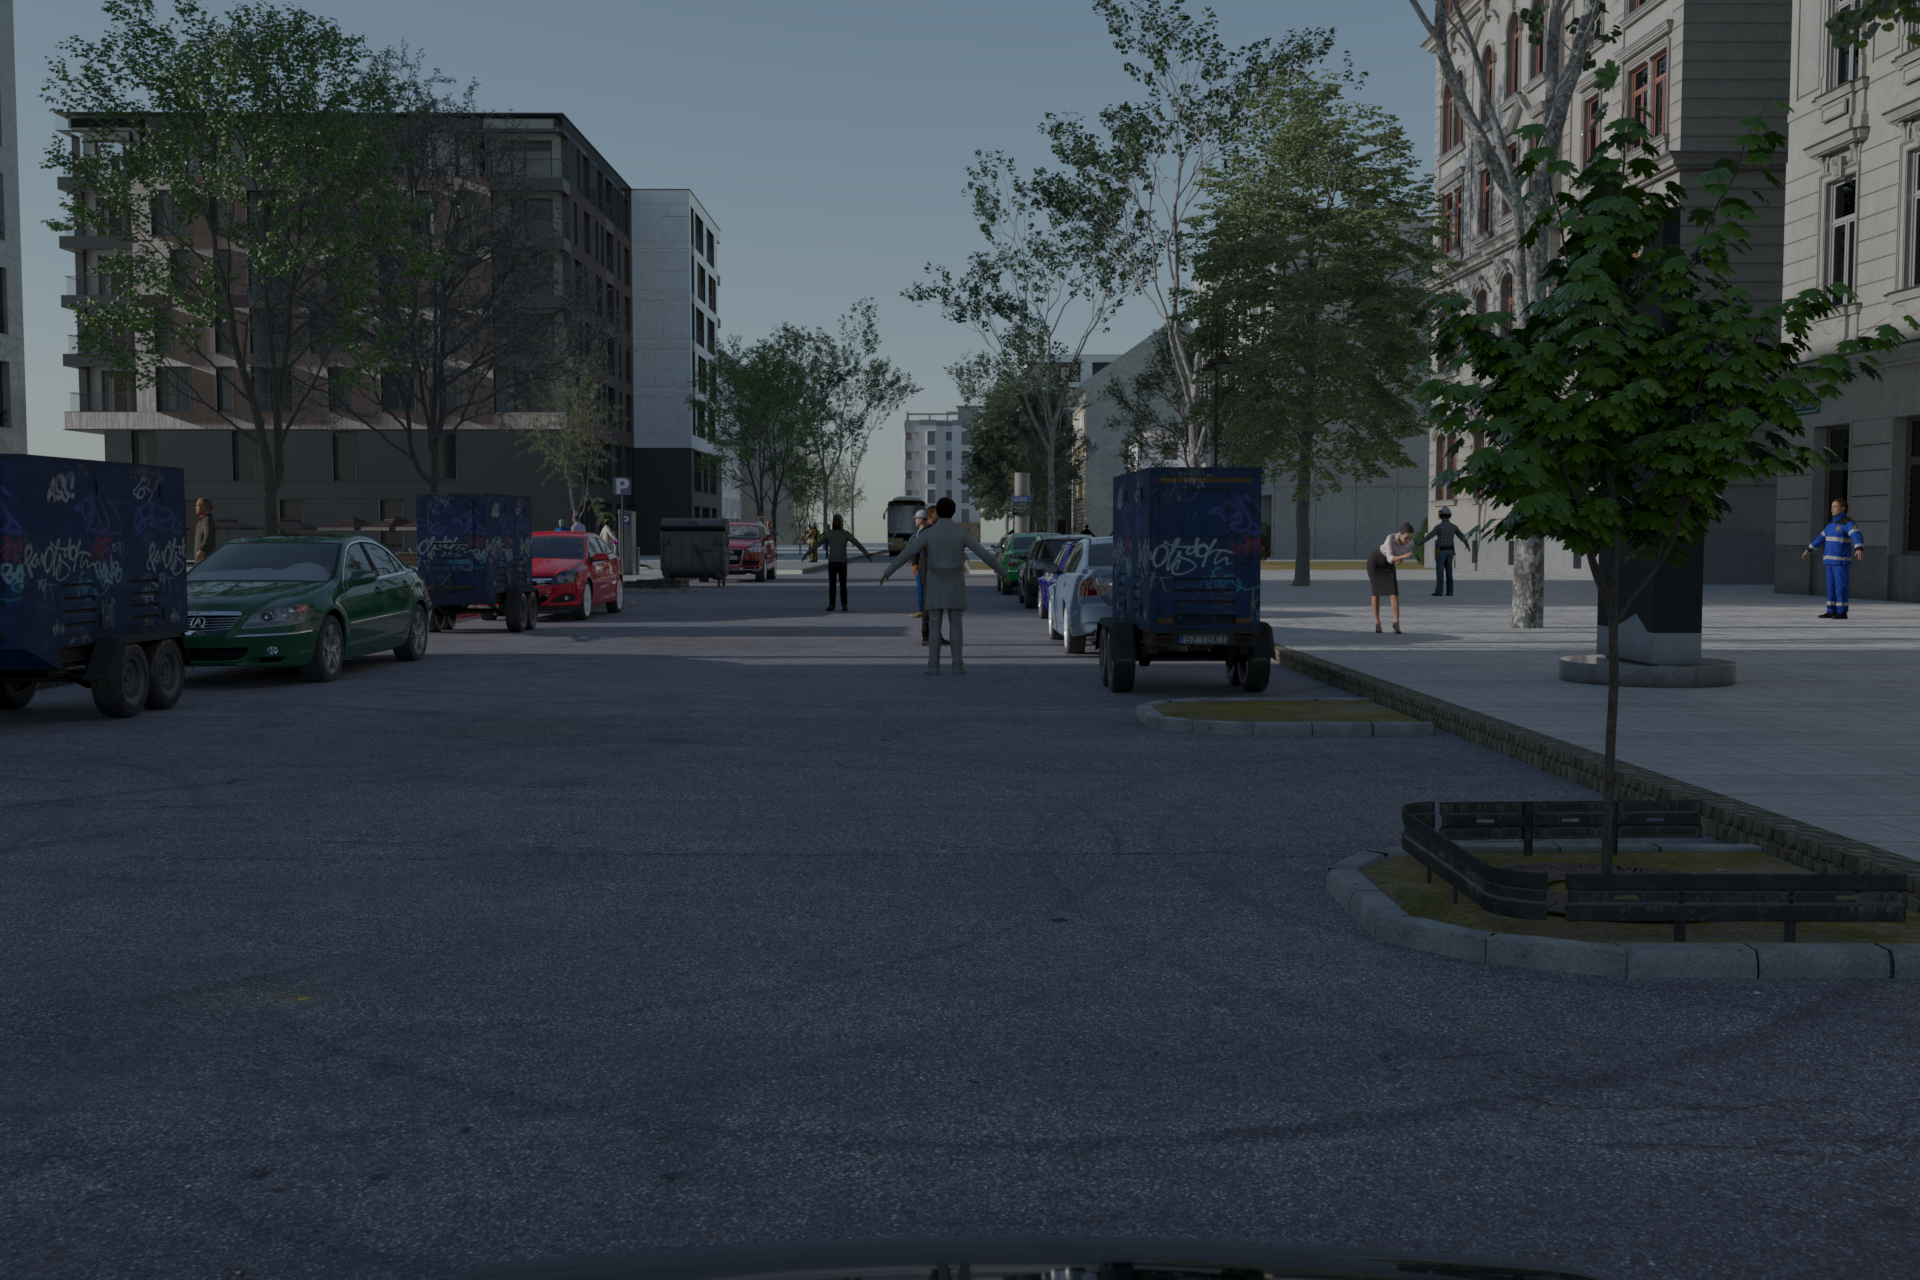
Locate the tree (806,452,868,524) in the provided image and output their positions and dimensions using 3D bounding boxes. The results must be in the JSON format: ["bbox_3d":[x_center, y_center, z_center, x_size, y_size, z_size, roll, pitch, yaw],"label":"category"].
[{"bbox_3d":[-18.911,-21.230,257.483,12.009,13.543,11.850,0,3,0],"label":"tree"}]

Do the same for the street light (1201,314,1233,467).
[{"bbox_3d":[5.410,-3.904,36.620,0.468,5.910,1.993,0,4,0],"label":"street light"}]

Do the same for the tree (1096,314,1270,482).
[{"bbox_3d":[9.738,-8.514,73.613,7.601,10.594,8.767,2,4,26],"label":"tree"}]

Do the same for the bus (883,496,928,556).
[{"bbox_3d":[-3.417,-7.553,115.040,2.896,3.916,12.252,0,4,0],"label":"bus"}]

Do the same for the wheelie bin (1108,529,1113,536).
[{"bbox_3d":[5.213,-3.056,57.882,0.693,1.594,0.980,0,3,0],"label":"wheelie bin"}]

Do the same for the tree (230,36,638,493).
[{"bbox_3d":[-13.553,-8.171,43.974,12.009,13.543,11.850,0,3,0],"label":"tree"}]

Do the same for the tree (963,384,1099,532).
[{"bbox_3d":[4.377,-10.659,108.685,8.767,10.594,7.601,0,4,-1],"label":"tree"}]

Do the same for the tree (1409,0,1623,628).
[{"bbox_3d":[6.936,-10.303,24.348,12.611,20.169,13.585,0,3,0],"label":"tree"}]

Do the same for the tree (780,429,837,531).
[{"bbox_3d":[-10.077,-10.160,116.474,4.360,8.622,3.978,0,3,0],"label":"tree"}]

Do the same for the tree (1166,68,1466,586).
[{"bbox_3d":[8.755,-7.637,42.984,7.486,12.596,7.792,0,3,0],"label":"tree"}]

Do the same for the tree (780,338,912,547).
[{"bbox_3d":[-11.922,-19.132,168.701,12.611,20.169,13.585,0,3,0],"label":"tree"}]

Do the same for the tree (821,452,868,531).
[{"bbox_3d":[-11.137,-12.534,155.297,4.360,8.622,3.978,0,3,0],"label":"tree"}]

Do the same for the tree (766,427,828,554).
[{"bbox_3d":[-10.045,-9.712,109.157,4.360,8.622,3.978,0,3,0],"label":"tree"}]

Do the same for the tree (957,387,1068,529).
[{"bbox_3d":[4.472,-14.413,142.304,9.857,13.997,8.962,0,3,0],"label":"tree"}]

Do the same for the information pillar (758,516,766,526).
[{"bbox_3d":[-8.167,-4.103,71.575,0.304,2.012,0.304,0,4,1],"label":"information pillar"}]

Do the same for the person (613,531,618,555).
[{"bbox_3d":[-16.432,-4.502,82.873,0.599,1.433,0.991,-2,4,-29],"label":"person"}]

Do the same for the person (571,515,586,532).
[{"bbox_3d":[-11.405,-2.774,51.273,0.599,1.838,0.709,2,4,33],"label":"person"}]

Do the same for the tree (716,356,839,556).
[{"bbox_3d":[-10.783,-10.717,100.983,9.928,11.665,9.643,0,3,0],"label":"tree"}]

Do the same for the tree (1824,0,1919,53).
[{"bbox_3d":[8.465,-5.570,9.202,7.486,12.596,7.792,0,3,0],"label":"tree"}]

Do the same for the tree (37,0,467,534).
[{"bbox_3d":[-13.103,-6.542,32.712,9.928,11.665,9.643,0,3,0],"label":"tree"}]

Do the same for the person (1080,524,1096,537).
[{"bbox_3d":[6.840,-5.324,93.229,1.347,1.806,0.705,2,4,31],"label":"person"}]

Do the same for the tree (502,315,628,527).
[{"bbox_3d":[-12.768,-6.586,58.045,4.360,8.622,3.978,0,3,0],"label":"tree"}]

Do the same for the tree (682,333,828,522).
[{"bbox_3d":[-10.446,-10.036,89.837,9.928,11.665,9.643,0,3,0],"label":"tree"}]

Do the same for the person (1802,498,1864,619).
[{"bbox_3d":[13.262,-1.238,26.211,0.704,1.831,1.345,-1,4,-8],"label":"person"}]

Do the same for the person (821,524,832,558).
[{"bbox_3d":[-6.890,-5.201,91.009,1.349,1.833,0.705,0,4,5],"label":"person"}]

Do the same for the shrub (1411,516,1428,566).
[{"bbox_3d":[18.766,-3.979,69.099,1.661,2.075,1.752,0,3,0],"label":"shrub"}]

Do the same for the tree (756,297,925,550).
[{"bbox_3d":[-9.506,-17.235,137.679,12.611,20.169,13.585,0,3,0],"label":"tree"}]

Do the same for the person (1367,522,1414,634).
[{"bbox_3d":[5.563,-0.796,22.239,0.799,1.438,0.628,3,5,40],"label":"person"}]

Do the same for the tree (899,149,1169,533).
[{"bbox_3d":[3.179,-14.146,87.180,12.611,20.169,13.585,0,3,0],"label":"tree"}]

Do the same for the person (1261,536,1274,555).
[{"bbox_3d":[5.087,-1.578,31.870,1.348,1.821,0.705,1,4,13],"label":"person"}]

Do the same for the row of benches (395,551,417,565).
[{"bbox_3d":[-18.442,-2.853,62.106,4.104,0.672,1.422,-2,4,-31],"label":"row of benches"}]

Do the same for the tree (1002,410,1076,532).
[{"bbox_3d":[4.202,-9.238,101.400,4.360,8.622,3.978,0,3,0],"label":"tree"}]

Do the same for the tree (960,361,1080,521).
[{"bbox_3d":[4.642,-13.621,129.354,9.857,13.997,8.962,0,3,0],"label":"tree"}]

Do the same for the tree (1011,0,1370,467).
[{"bbox_3d":[6.619,-12.397,58.585,12.611,20.169,13.585,0,3,0],"label":"tree"}]

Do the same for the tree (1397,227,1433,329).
[{"bbox_3d":[24.928,-13.723,80.258,12.611,20.169,13.585,0,3,0],"label":"tree"}]

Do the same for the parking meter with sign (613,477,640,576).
[{"bbox_3d":[-10.351,-3.532,54.016,0.543,3.016,1.738,0,3,0],"label":"parking meter with sign"}]

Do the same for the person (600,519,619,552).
[{"bbox_3d":[-12.358,-3.352,60.896,0.704,1.819,1.344,-3,5,-40],"label":"person"}]

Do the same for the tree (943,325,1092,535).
[{"bbox_3d":[5.152,-18.422,157.084,12.611,20.169,13.585,0,3,0],"label":"tree"}]

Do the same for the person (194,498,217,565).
[{"bbox_3d":[-11.012,-1.165,25.235,0.705,1.807,1.348,-2,4,-24],"label":"person"}]

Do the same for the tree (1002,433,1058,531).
[{"bbox_3d":[4.443,-10.385,120.156,4.360,8.622,3.978,0,3,0],"label":"tree"}]

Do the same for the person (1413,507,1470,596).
[{"bbox_3d":[10.030,-1.839,35.905,1.345,1.849,0.704,-1,4,-17],"label":"person"}]
